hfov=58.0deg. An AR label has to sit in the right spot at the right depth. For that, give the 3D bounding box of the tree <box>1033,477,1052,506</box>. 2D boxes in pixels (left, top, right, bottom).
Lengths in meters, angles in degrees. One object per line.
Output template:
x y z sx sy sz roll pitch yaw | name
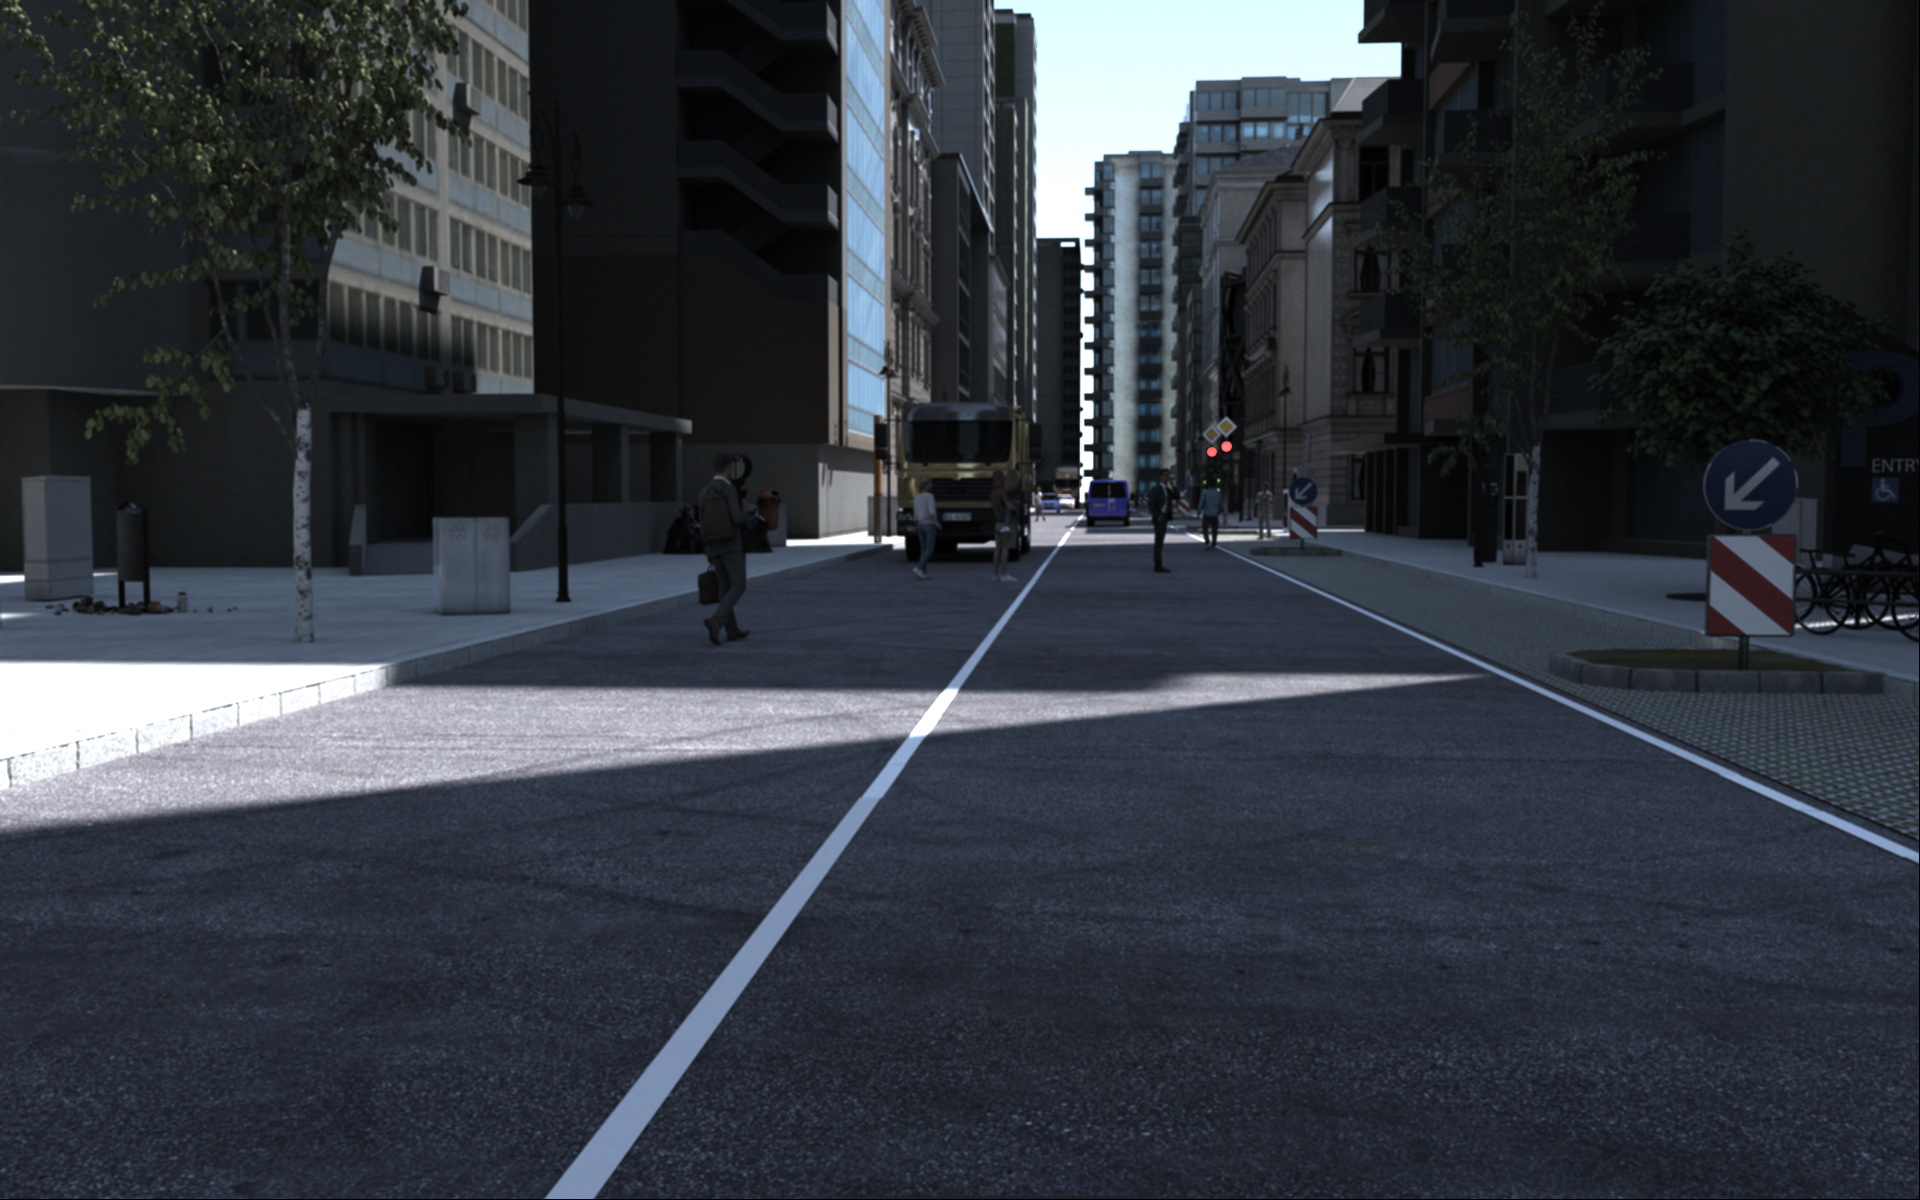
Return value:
8.683 -11.961 190.160 1.663 3.219 1.824 0 3 0 | tree

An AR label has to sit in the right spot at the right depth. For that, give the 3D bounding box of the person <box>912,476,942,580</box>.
-0.589 -1.218 29.080 0.731 1.740 0.598 3 4 36 | person

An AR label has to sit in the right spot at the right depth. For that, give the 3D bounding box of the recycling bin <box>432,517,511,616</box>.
-5.278 -0.376 18.702 0.722 1.027 0.722 -2 4 -23 | recycling bin

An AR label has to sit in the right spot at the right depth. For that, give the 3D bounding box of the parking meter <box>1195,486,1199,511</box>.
18.266 -7.806 133.346 0.255 1.863 0.399 0 4 -1 | parking meter

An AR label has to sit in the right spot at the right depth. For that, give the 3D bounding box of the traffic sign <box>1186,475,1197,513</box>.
15.604 -7.139 116.831 0.768 2.556 0.104 1 4 12 | traffic sign

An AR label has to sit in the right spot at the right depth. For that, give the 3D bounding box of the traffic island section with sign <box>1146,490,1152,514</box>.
14.484 -7.045 123.805 1.989 1.847 2.006 0 4 5 | traffic island section with sign

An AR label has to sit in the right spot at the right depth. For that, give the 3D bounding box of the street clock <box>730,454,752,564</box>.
-4.033 -1.647 31.499 0.471 2.002 0.358 2 4 27 | street clock

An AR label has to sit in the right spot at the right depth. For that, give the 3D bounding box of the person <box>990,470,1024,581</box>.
0.752 -1.225 28.510 0.580 1.828 0.573 1 4 16 | person

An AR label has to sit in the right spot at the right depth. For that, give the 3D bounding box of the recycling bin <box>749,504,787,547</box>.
-4.700 -1.810 42.140 0.722 1.027 0.722 2 4 27 | recycling bin

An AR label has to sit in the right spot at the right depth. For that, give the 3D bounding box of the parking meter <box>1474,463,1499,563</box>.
9.899 -1.643 32.569 0.255 1.863 0.399 -2 4 -30 | parking meter

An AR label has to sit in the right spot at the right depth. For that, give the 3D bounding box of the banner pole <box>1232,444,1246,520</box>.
13.856 -5.872 86.032 0.863 3.779 0.401 3 5 41 | banner pole

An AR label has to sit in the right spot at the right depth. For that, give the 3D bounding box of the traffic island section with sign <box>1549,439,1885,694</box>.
5.673 -0.287 13.319 1.989 1.847 2.006 0 4 5 | traffic island section with sign

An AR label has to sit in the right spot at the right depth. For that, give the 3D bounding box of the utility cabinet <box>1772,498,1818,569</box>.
14.245 -1.127 29.581 0.306 1.237 1.020 0 4 0 | utility cabinet

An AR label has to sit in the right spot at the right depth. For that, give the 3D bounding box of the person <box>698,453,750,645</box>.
-2.299 -0.505 16.713 0.622 1.834 0.822 2 4 32 | person

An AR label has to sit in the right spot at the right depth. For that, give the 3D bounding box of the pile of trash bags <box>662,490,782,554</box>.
-4.953 -1.738 38.171 1.912 1.369 3.447 2 4 25 | pile of trash bags

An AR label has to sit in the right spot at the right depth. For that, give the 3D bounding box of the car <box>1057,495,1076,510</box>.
9.421 -8.820 156.573 2.083 1.381 4.827 0 4 4 | car

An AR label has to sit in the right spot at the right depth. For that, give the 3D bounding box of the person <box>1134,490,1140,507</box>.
19.763 -11.358 194.143 0.705 1.831 1.348 3 5 43 | person

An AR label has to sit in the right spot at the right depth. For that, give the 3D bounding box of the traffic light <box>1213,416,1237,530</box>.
9.530 -4.484 62.229 0.839 4.253 0.868 0 4 5 | traffic light

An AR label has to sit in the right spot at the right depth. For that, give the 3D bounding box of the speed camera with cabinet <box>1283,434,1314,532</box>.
11.301 -3.887 57.893 0.660 3.252 2.038 0 4 -2 | speed camera with cabinet

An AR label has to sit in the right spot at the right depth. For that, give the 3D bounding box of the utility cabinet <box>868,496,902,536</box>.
-2.319 -2.587 53.467 1.020 1.237 0.306 1 4 14 | utility cabinet

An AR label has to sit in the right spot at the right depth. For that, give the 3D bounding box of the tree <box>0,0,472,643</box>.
-5.845 -3.946 14.883 4.737 8.622 4.395 0 3 0 | tree

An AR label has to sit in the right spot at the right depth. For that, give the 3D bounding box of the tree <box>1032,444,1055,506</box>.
7.844 -14.374 185.383 4.360 8.622 3.978 0 3 0 | tree

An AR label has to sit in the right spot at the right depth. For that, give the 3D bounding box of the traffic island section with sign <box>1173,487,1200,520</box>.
12.290 -5.363 96.319 1.989 1.847 2.006 0 4 5 | traffic island section with sign

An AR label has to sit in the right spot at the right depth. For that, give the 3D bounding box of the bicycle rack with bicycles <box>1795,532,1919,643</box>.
8.546 -0.146 15.765 2.852 0.926 2.925 -3 4 -36 | bicycle rack with bicycles

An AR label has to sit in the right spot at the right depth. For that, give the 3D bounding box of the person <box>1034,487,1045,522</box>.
4.167 -4.986 90.253 0.641 1.798 0.478 3 4 38 | person

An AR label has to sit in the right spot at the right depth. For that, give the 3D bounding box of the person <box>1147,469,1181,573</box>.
3.767 -1.470 31.893 0.474 1.900 0.648 2 4 30 | person

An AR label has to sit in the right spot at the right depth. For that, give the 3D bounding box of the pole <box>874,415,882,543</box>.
-2.138 -3.132 45.048 0.158 3.312 0.155 0 3 0 | pole

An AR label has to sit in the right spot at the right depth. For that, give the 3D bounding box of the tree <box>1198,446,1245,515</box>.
16.343 -7.517 106.625 4.285 4.588 4.351 0 3 0 | tree

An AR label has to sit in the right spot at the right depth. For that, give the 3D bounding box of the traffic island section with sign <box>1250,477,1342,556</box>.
7.844 -1.955 40.591 1.989 1.847 2.006 0 4 5 | traffic island section with sign

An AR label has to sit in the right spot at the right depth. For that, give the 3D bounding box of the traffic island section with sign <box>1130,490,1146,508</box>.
20.503 -11.654 199.162 1.989 1.847 2.006 0 4 5 | traffic island section with sign

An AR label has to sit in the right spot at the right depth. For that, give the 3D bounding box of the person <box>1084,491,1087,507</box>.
14.267 -11.487 196.332 0.705 1.822 1.348 -1 4 -11 | person

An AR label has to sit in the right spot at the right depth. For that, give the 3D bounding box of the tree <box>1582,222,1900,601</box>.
9.387 -2.289 21.147 4.285 4.588 4.351 0 3 0 | tree

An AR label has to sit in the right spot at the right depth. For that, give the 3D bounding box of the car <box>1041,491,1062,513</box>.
6.942 -7.656 134.761 1.945 1.707 3.694 0 4 4 | car

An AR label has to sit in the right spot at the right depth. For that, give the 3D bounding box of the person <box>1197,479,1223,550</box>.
6.459 -2.210 44.651 0.660 1.820 0.620 -1 4 -8 | person

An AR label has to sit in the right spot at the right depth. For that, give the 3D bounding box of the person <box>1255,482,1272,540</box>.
9.481 -2.777 54.089 0.511 1.800 0.466 1 4 18 | person

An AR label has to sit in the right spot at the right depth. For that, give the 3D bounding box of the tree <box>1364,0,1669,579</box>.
8.617 -4.647 26.344 4.737 8.622 4.395 0 3 0 | tree

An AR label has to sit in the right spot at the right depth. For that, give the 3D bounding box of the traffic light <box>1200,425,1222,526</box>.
10.165 -4.971 70.189 0.839 4.253 0.868 0 4 5 | traffic light

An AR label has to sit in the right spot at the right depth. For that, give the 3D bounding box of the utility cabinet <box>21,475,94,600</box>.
-11.037 -0.765 21.184 0.318 1.500 1.173 0 4 -3 | utility cabinet
